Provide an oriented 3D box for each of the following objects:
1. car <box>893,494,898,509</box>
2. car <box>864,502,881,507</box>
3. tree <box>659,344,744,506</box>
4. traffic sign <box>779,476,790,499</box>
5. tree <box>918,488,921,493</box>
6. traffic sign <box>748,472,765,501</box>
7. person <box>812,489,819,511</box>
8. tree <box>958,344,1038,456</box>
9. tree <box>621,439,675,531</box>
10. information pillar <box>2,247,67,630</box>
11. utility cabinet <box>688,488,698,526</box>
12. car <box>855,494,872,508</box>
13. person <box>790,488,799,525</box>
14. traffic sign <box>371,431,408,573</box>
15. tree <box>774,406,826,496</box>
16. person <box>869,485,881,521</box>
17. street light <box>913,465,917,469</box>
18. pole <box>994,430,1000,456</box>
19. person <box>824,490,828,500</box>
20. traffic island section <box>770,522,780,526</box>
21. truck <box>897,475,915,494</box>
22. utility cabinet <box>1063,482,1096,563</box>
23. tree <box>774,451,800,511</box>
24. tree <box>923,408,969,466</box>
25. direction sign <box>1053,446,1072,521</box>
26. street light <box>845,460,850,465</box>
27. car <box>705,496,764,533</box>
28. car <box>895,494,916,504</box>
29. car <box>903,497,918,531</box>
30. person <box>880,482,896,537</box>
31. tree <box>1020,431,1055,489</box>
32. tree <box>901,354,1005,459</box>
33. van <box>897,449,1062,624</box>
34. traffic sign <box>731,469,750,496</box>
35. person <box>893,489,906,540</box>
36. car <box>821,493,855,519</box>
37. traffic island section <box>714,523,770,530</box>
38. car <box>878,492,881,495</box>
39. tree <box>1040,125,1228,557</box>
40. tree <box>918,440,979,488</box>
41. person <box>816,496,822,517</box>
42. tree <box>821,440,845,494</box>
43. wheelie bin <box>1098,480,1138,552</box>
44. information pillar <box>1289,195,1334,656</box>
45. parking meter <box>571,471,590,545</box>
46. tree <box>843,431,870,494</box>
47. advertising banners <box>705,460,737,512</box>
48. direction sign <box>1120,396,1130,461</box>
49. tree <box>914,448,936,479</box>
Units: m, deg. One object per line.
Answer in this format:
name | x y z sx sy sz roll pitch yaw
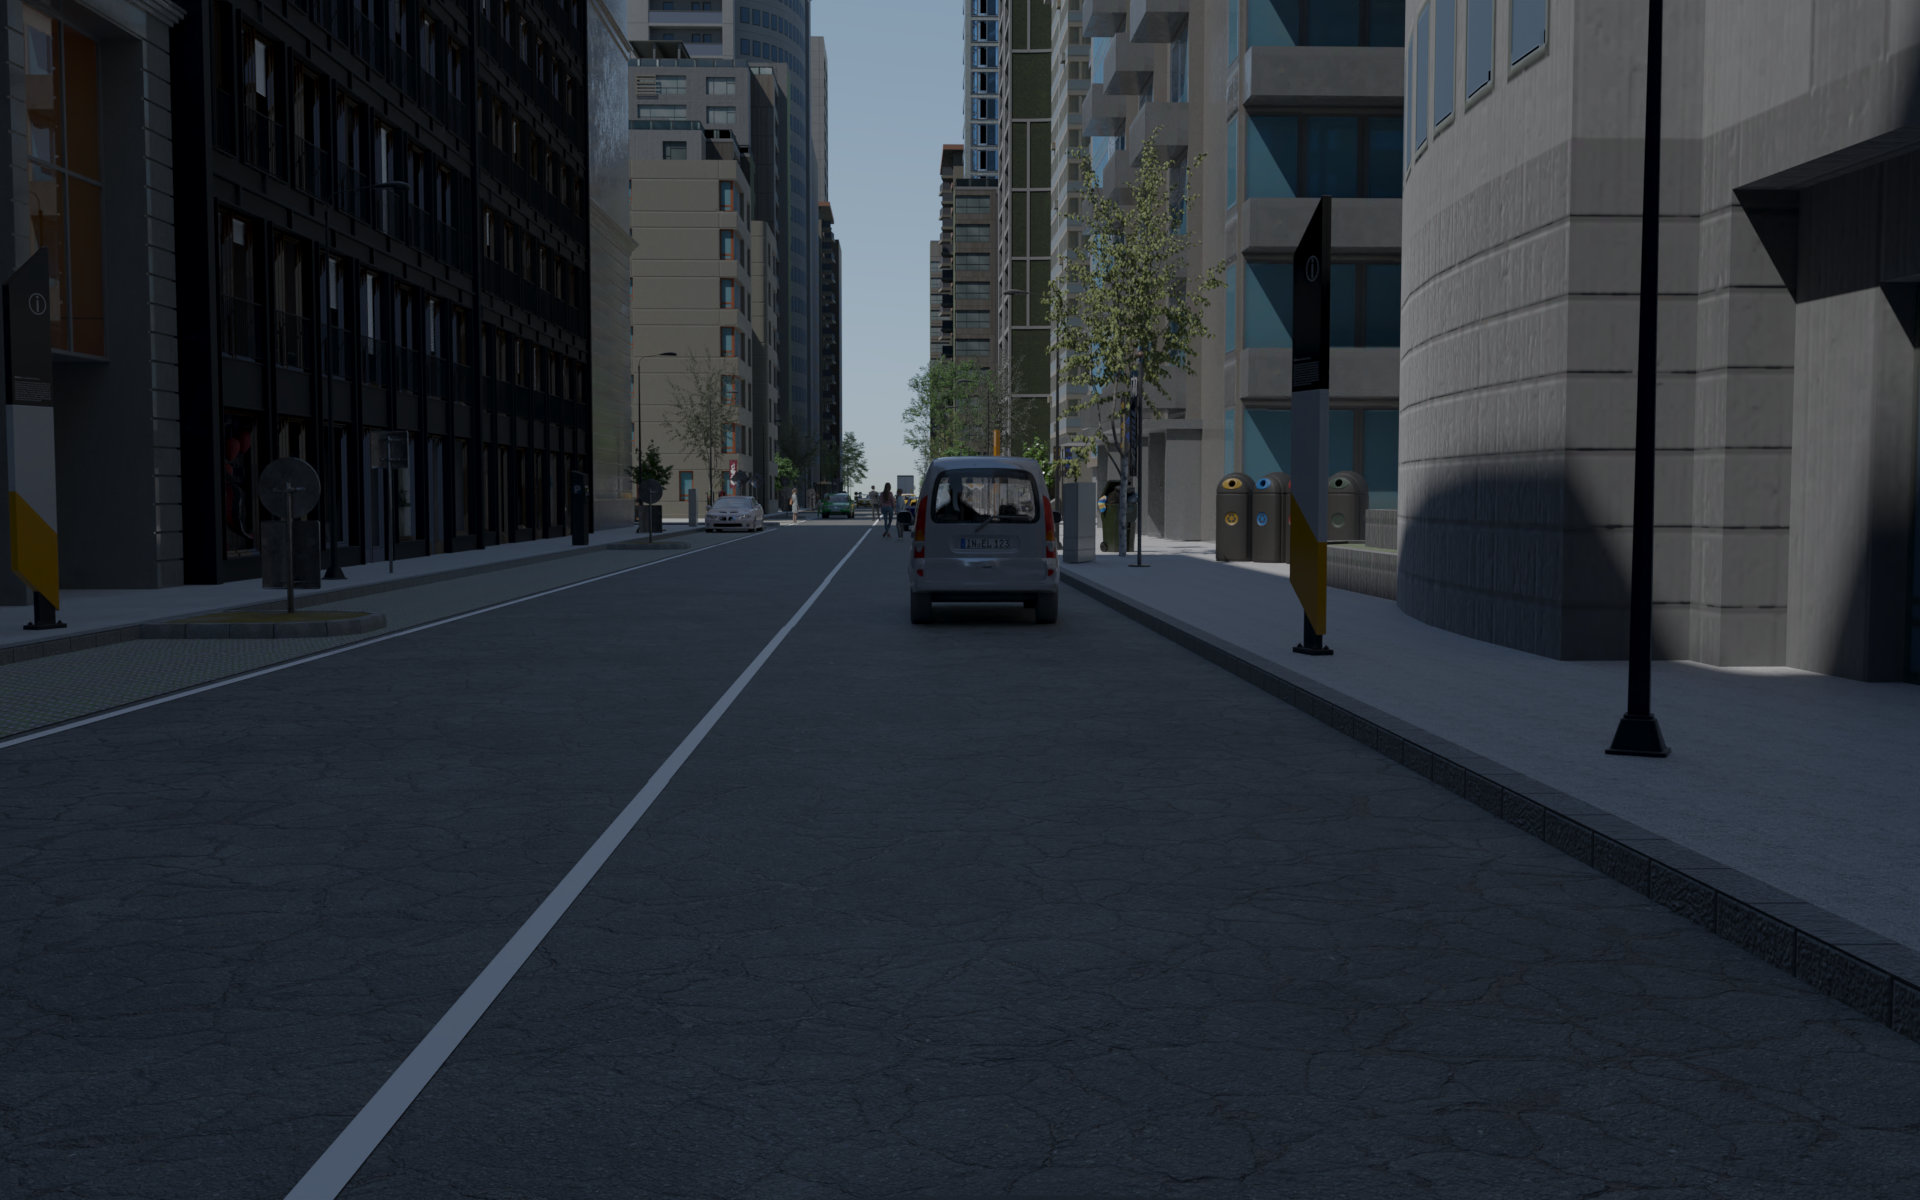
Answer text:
car | -5.533 -9.348 162.629 2.009 1.686 4.222 0 4 -1
car | -9.882 -11.224 195.867 2.083 1.381 4.827 0 3 0
tree | -12.284 -8.185 84.185 4.360 8.622 3.978 0 3 0
traffic sign | -12.408 -7.494 122.632 0.768 2.556 0.104 0 4 6
tree | -6.144 -17.808 285.760 1.663 3.219 1.824 0 3 0
traffic sign | -9.163 -4.552 78.068 0.795 2.450 0.064 0 4 -2
person | -11.387 -7.766 135.430 0.822 1.834 0.622 -1 4 -13
tree | 1.701 -8.273 85.628 4.360 8.622 3.978 0 3 0
tree | -10.647 -4.017 60.284 1.663 3.219 1.824 0 3 0
information pillar | -8.731 -1.525 16.296 0.183 3.616 0.504 1 4 17
utility cabinet | -10.585 -3.668 68.644 0.318 1.500 1.173 0 4 -5
car | -10.140 -10.606 183.636 2.015 1.641 3.980 0 4 -4
person | -7.683 -4.353 80.683 0.522 1.701 0.512 -1 4 -22
traffic sign | -9.227 -1.585 28.037 0.606 2.300 0.079 0 4 2
tree | -14.045 -12.138 148.823 4.360 8.622 3.978 0 3 0
person | -4.565 -5.183 92.611 0.648 1.900 0.474 0 4 -1
street light | -5.649 -16.977 250.115 1.470 5.913 1.316 0 4 -2
pole | 1.180 -3.761 55.341 0.158 3.312 0.155 0 3 0
person | -9.499 -7.065 124.587 0.480 1.755 0.524 0 4 6
traffic island section | -9.187 -3.416 78.129 2.009 0.180 2.903 0 4 -2
truck | -8.188 -16.678 261.596 2.839 4.237 11.283 0 4 -1
utility cabinet | 2.228 -1.453 32.432 0.318 1.500 1.173 1 4 21
tree | -13.881 -9.083 132.213 4.285 4.588 4.351 0 3 0
tree | -1.088 -11.816 143.557 4.737 8.622 4.395 0 3 0
direction sign | 4.838 -5.489 81.737 0.876 3.537 0.379 0 4 0
street light | -16.191 -16.202 237.440 1.470 5.913 1.316 0 4 -2
car | -8.515 -3.256 65.591 2.083 1.381 4.827 0 4 -1
car | -4.089 -7.642 135.170 2.015 1.641 3.980 0 4 -4
car | -1.465 -3.421 68.521 1.945 1.354 3.894 0 4 -4
person | -2.376 -2.995 57.470 0.555 1.821 0.388 0 4 3
tree | 2.242 -3.580 53.129 1.663 3.219 1.824 0 3 0
tree | -0.652 -12.317 127.138 9.928 11.665 9.643 0 3 0
van | 0.242 -0.827 20.535 2.013 2.044 4.112 0 4 -1
traffic sign | -8.886 -4.064 70.088 0.795 2.450 0.064 0 4 -2
person | -1.861 -2.654 53.711 0.330 1.601 0.589 1 4 22
car | -7.227 -5.751 102.831 1.959 1.807 4.718 0 3 0
traffic island section | -8.909 -2.928 70.149 2.009 0.180 2.903 0 4 -2
car | -13.854 -18.381 309.206 2.281 1.827 5.304 0 4 -2
tree | 3.393 -5.209 35.533 4.737 8.622 4.395 0 3 0
tree | 0.068 -7.389 104.523 4.285 4.588 4.351 0 3 0
person | -8.663 -5.771 107.112 0.590 1.304 0.306 -2 4 -27
tree | -17.199 -17.003 228.357 4.737 8.622 4.395 0 3 0
wheelie bin | 3.544 -1.856 38.252 0.980 1.594 0.693 -2 4 -31
information pillar | 2.811 -1.378 13.884 0.183 3.616 0.504 -1 4 -17
parking meter | -9.488 -2.299 43.293 0.399 1.863 0.255 1 4 14
tree | -20.142 -24.102 312.196 7.486 12.596 7.792 0 3 0
advertising banners | -12.215 -5.663 88.778 2.074 3.025 0.090 2 4 31
direction sign | 3.853 -2.959 40.381 0.379 3.537 0.876 -1 4 -8
tree | -4.328 -17.710 239.921 4.360 8.622 3.978 0 3 0
